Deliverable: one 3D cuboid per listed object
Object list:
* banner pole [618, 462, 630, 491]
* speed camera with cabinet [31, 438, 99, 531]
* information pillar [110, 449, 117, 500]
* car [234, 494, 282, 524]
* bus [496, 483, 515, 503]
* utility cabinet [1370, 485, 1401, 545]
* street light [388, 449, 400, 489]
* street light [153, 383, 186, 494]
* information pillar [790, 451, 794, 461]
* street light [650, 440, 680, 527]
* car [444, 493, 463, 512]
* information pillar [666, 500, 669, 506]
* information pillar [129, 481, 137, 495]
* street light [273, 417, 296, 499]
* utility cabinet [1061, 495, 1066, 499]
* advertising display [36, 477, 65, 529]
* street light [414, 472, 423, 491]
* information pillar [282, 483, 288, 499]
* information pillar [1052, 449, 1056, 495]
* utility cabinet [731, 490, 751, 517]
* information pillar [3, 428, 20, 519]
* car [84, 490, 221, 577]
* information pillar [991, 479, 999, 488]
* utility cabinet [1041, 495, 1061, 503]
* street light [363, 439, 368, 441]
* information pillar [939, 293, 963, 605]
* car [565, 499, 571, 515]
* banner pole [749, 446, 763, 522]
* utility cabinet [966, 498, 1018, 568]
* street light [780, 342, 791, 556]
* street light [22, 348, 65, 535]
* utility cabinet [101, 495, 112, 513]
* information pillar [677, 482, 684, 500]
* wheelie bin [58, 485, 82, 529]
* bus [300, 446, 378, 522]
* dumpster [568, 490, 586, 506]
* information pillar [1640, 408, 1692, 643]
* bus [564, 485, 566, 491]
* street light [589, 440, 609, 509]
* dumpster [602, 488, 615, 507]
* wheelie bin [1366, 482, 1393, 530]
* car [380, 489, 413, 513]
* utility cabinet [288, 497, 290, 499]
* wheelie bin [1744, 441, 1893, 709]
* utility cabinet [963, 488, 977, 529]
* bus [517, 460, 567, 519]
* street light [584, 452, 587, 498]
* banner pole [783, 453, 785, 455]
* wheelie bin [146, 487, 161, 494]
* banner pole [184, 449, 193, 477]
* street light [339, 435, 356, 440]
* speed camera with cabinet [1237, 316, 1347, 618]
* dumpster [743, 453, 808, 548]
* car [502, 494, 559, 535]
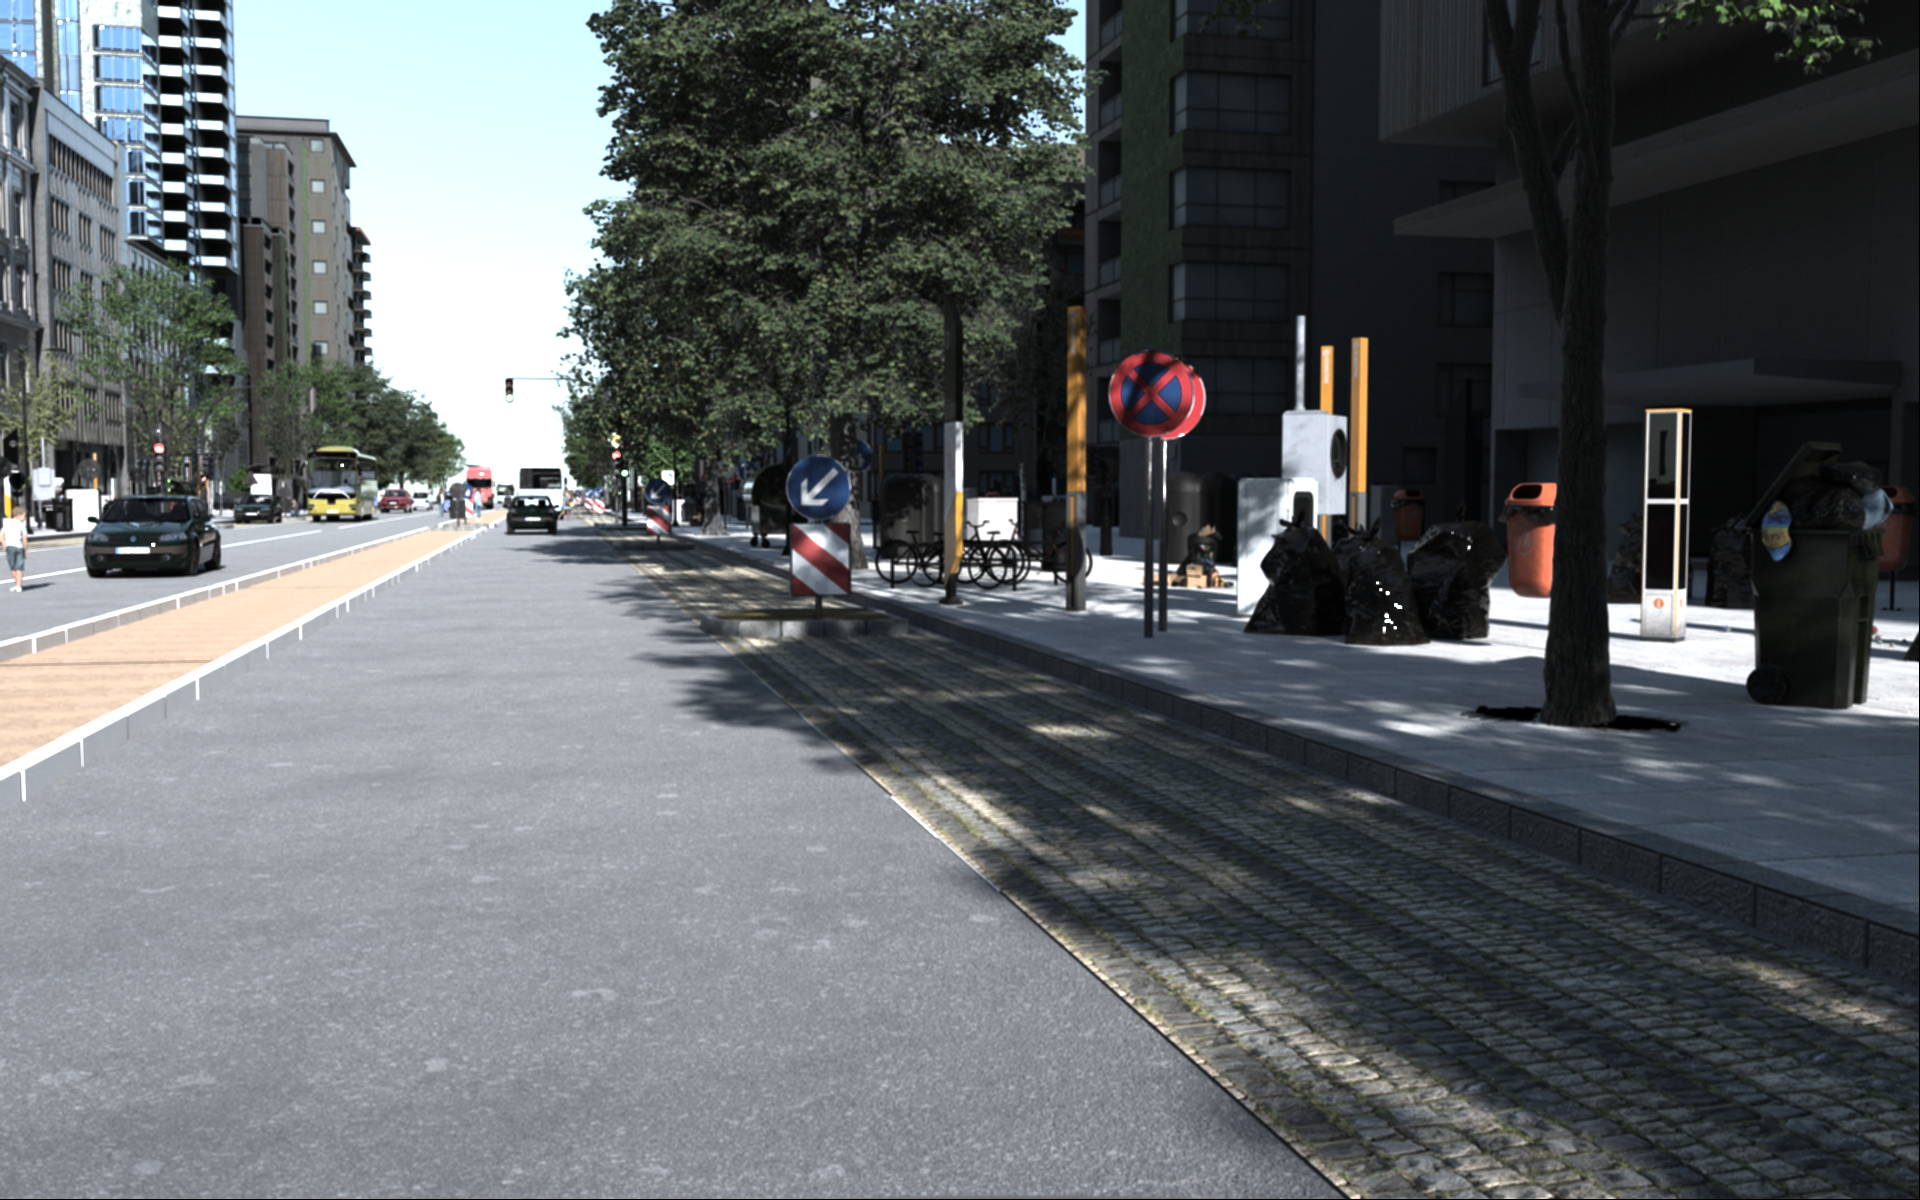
[{"bbox_3d":[-22.789,-7.759,116.881,0.863,3.779,0.401,-1,4,-14],"label":"banner pole"},{"bbox_3d":[-31.700,-4.098,61.344,2.038,3.252,0.660,-3,4,-36],"label":"speed camera with cabinet"},{"bbox_3d":[-43.860,-6.020,89.781,0.183,3.616,0.504,0,4,-5],"label":"information pillar"},{"bbox_3d":[-34.286,-4.577,84.617,2.009,1.686,4.222,-1,4,-13],"label":"car"},{"bbox_3d":[-71.406,-16.957,272.112,2.948,3.499,13.247,-1,4,-15],"label":"bus"},{"bbox_3d":[10.539,-2.091,42.864,0.318,1.500,1.173,3,4,37],"label":"utility cabinet"},{"bbox_3d":[-58.283,-12.592,178.415,1.470,5.913,1.316,-1,4,-13],"label":"street light"},{"bbox_3d":[-33.027,-6.106,72.377,1.470,5.913,1.316,-1,4,-13],"label":"street light"},{"bbox_3d":[-8.537,-5.863,87.215,0.183,3.616,0.504,-3,5,-43],"label":"information pillar"},{"bbox_3d":[-11.771,-5.846,68.125,1.470,5.913,1.316,-1,4,-13],"label":"street light"},{"bbox_3d":[-40.273,-7.841,137.784,1.945,1.707,3.694,-1,4,-15],"label":"car"},{"bbox_3d":[-16.689,-5.746,98.445,0.304,2.012,0.304,0,4,-1],"label":"information pillar"},{"bbox_3d":[-46.559,-5.692,97.559,0.304,2.012,0.304,-3,5,-39],"label":"information pillar"},{"bbox_3d":[-40.610,-8.048,104.119,1.470,5.913,1.316,-1,4,-13],"label":"street light"},{"bbox_3d":[5.219,-4.682,87.716,1.020,1.237,0.306,-2,4,-30],"label":"utility cabinet"},{"bbox_3d":[-33.847,-3.623,64.453,0.974,1.923,0.123,-2,4,-35],"label":"advertising display"},{"bbox_3d":[-65.804,-14.556,210.526,1.470,5.913,1.316,-1,4,-13],"label":"street light"},{"bbox_3d":[-45.879,-6.923,117.690,0.304,2.012,0.304,-2,4,-30],"label":"information pillar"},{"bbox_3d":[4.840,-5.976,89.058,0.183,3.616,0.504,1,4,19],"label":"information pillar"},{"bbox_3d":[-11.794,-5.218,93.995,1.173,1.500,0.318,0,4,1],"label":"utility cabinet"},{"bbox_3d":[-33.662,-4.291,61.514,0.504,3.616,0.183,-1,4,-15],"label":"information pillar"},{"bbox_3d":[-14.486,-1.309,31.185,2.009,1.686,4.222,-1,4,-15],"label":"car"},{"bbox_3d":[1.748,-5.023,86.613,0.304,2.012,0.304,-1,4,-12],"label":"information pillar"},{"bbox_3d":[4.359,-4.464,84.146,0.306,1.237,1.020,-2,4,-33],"label":"utility cabinet"},{"bbox_3d":[-50.832,-10.656,146.774,1.470,5.913,1.316,-1,4,-13],"label":"street light"},{"bbox_3d":[-0.081,-1.754,20.031,0.183,3.616,0.504,-1,4,-17],"label":"information pillar"},{"bbox_3d":[-28.341,-6.712,121.543,2.131,1.459,4.920,-1,4,-15],"label":"car"},{"bbox_3d":[-9.348,-5.430,78.794,0.863,3.779,0.401,-1,4,-8],"label":"banner pole"},{"bbox_3d":[0.563,-1.173,30.335,0.306,1.237,1.020,3,5,45],"label":"utility cabinet"},{"bbox_3d":[-4.105,-3.875,35.901,1.470,5.913,1.316,-1,4,-13],"label":"street light"},{"bbox_3d":[-29.044,-5.038,54.917,1.470,5.913,1.316,-1,4,-13],"label":"street light"},{"bbox_3d":[-50.927,-5.609,102.871,1.020,1.237,0.306,0,4,0],"label":"utility cabinet"},{"bbox_3d":[-15.701,-5.678,97.322,0.304,2.012,0.304,0,4,4],"label":"information pillar"},{"bbox_3d":[-32.526,-3.404,63.558,0.980,1.594,0.693,-3,4,-37],"label":"wheelie bin"},{"bbox_3d":[-32.870,-6.163,92.320,2.896,3.916,12.252,-1,4,-14],"label":"bus"},{"bbox_3d":[-38.863,-10.254,175.864,1.865,1.857,1.264,-1,4,-11],"label":"dumpster"},{"bbox_3d":[6.142,-0.647,15.072,0.304,2.012,0.304,3,4,39],"label":"information pillar"},{"bbox_3d":[-38.509,-10.286,163.029,2.948,3.499,13.247,-1,4,-14],"label":"bus"},{"bbox_3d":[-31.053,-10.838,149.735,1.470,5.913,1.316,-1,4,-13],"label":"street light"},{"bbox_3d":[-29.502,-8.580,146.044,1.264,1.857,1.865,-1,4,-13],"label":"dumpster"},{"bbox_3d":[11.092,-2.291,45.369,0.693,1.594,0.980,-2,4,-31],"label":"wheelie bin"},{"bbox_3d":[-43.254,-7.602,132.961,2.281,1.827,5.304,-1,4,-12],"label":"car"},{"bbox_3d":[-50.241,-7.221,129.220,0.306,1.237,1.020,0,4,-7],"label":"utility cabinet"},{"bbox_3d":[5.265,-0.166,10.615,0.693,1.594,0.980,3,5,42],"label":"wheelie bin"},{"bbox_3d":[0.293,-3.359,63.592,0.318,1.500,1.173,-1,4,-16],"label":"utility cabinet"},{"bbox_3d":[-24.733,-6.584,102.513,2.948,3.499,13.247,-1,4,-13],"label":"bus"},{"bbox_3d":[-40.906,-13.407,191.746,1.470,5.913,1.316,-1,4,-13],"label":"street light"},{"bbox_3d":[-10.409,-6.994,104.372,0.863,3.779,0.401,2,4,34],"label":"banner pole"},{"bbox_3d":[-34.717,-4.086,74.711,0.980,1.594,0.693,-1,4,-17],"label":"wheelie bin"},{"bbox_3d":[-42.900,-6.508,96.422,0.863,3.779,0.401,2,4,26],"label":"banner pole"},{"bbox_3d":[-48.196,-10.012,136.233,1.470,5.913,1.316,-1,4,-13],"label":"street light"},{"bbox_3d":[3.605,-1.486,18.626,0.660,3.252,2.038,2,4,29],"label":"speed camera with cabinet"},{"bbox_3d":[-4.359,-2.391,41.589,1.502,2.255,1.985,-1,4,-13],"label":"dumpster"},{"bbox_3d":[-15.442,-3.218,62.403,2.009,1.686,4.222,-1,4,-15],"label":"car"}]
